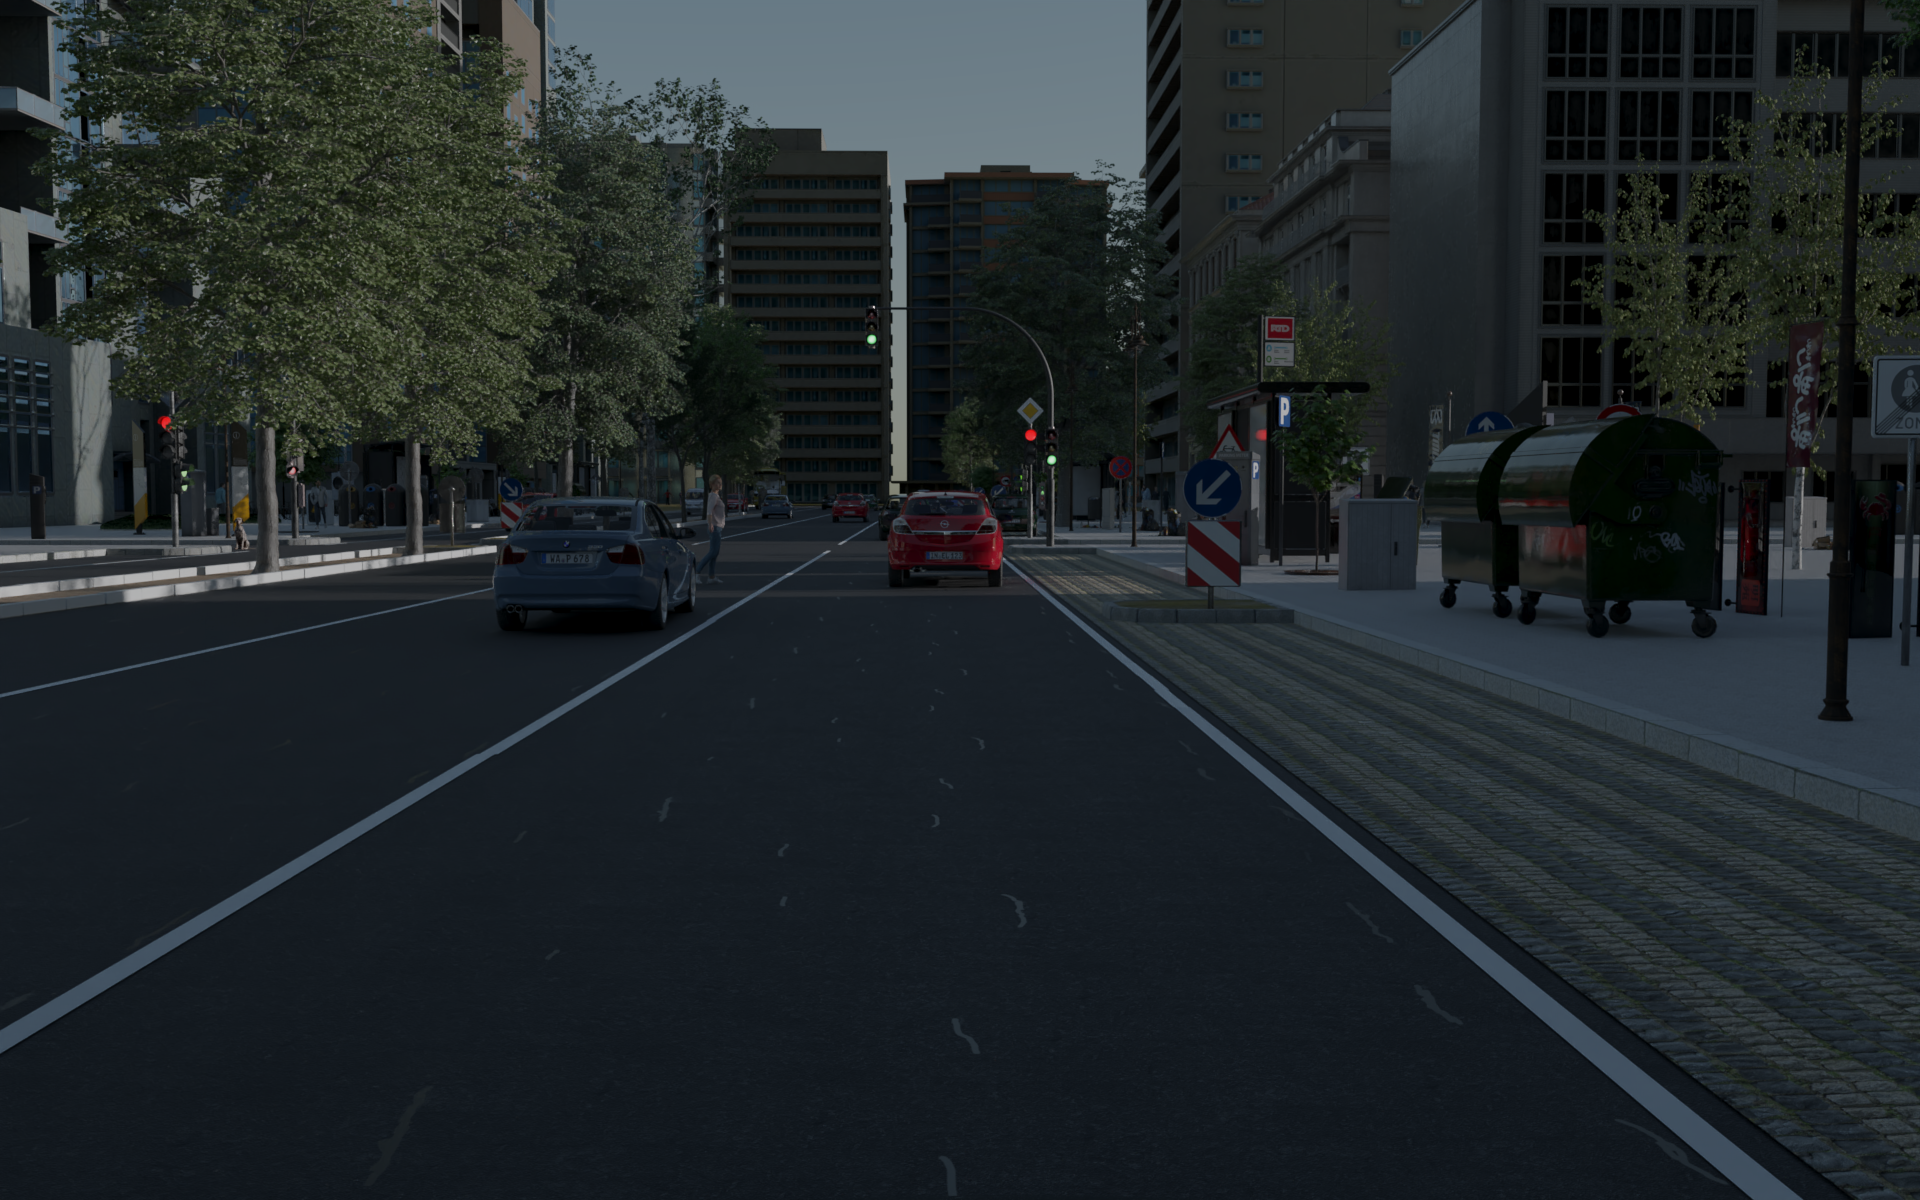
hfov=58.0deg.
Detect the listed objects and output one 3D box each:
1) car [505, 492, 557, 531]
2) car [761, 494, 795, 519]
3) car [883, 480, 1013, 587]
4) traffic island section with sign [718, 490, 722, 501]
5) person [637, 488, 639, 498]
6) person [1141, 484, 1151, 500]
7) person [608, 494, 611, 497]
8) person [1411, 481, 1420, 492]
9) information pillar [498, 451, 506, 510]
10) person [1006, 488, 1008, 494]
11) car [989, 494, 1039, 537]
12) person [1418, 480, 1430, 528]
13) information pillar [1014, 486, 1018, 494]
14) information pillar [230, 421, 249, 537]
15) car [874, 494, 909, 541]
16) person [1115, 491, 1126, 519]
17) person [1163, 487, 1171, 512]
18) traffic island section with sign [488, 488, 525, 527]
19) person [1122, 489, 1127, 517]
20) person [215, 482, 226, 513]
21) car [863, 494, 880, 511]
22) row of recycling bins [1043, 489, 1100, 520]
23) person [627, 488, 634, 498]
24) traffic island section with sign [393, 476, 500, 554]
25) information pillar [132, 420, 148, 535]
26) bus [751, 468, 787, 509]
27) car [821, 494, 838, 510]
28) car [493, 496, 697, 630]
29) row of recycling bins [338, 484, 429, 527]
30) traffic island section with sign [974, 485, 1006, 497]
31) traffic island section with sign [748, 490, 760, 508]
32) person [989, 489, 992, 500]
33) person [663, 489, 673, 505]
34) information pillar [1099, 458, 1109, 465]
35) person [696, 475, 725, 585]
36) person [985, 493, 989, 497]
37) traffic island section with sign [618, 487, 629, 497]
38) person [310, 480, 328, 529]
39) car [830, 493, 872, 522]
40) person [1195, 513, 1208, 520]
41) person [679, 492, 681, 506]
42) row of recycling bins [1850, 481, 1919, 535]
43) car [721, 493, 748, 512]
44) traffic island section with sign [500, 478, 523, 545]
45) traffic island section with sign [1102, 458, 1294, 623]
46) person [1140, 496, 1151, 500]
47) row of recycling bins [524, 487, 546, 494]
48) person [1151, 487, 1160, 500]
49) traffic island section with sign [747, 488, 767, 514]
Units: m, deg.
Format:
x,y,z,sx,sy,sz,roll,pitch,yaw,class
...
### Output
x,y,z,sx,sy,sz,roll,pitch,yaw,class
-16.553,-3.597,67.858,2.155,1.783,4.494,0,4,1,car
-10.797,-5.535,102.496,2.014,1.417,4.499,0,4,-3,car
-0.206,-1.174,28.242,2.155,1.783,4.494,0,4,1,car
-20.956,-8.750,151.690,1.989,1.847,2.006,0,4,-1,traffic island section with sign
-27.369,-8.690,148.139,0.705,1.822,1.348,0,4,-6,person
9.401,-4.941,87.087,0.793,1.790,0.793,2,4,30,person
-41.141,-11.898,201.088,1.217,1.766,0.721,-2,4,-24,person
17.123,-3.655,65.577,0.659,1.850,0.755,3,4,37,person
-22.262,-5.680,84.229,0.183,3.616,0.504,2,4,23,information pillar
4.177,-9.002,153.226,0.705,1.824,1.348,2,4,35,person
1.669,-2.950,58.019,2.009,1.686,4.222,0,4,0,car
17.310,-3.569,64.572,0.709,1.800,0.728,1,4,15,person
3.995,-7.238,122.829,0.304,2.012,0.304,0,4,3,information pillar
-21.829,-3.737,52.463,0.183,3.616,0.504,3,5,42,information pillar
-1.701,-2.746,54.682,2.009,1.686,4.222,0,4,-3,car
8.195,-5.038,89.167,0.760,1.731,0.466,1,4,23,person
14.595,-7.088,122.349,0.576,1.772,0.534,-1,4,-22,person
-19.388,-4.100,75.666,1.989,1.847,2.006,0,4,-1,traffic island section with sign
8.790,-5.442,94.792,0.755,1.850,0.659,3,4,36,person
-33.641,-4.441,78.669,0.660,1.820,0.620,2,4,26,person
-7.984,-8.389,148.958,2.131,1.459,4.920,0,4,-1,car
5.868,-4.834,86.154,3.534,1.692,1.069,-1,4,-13,row of recycling bins
-28.047,-8.538,145.730,1.348,1.812,0.705,-2,4,-28,person
-12.583,-2.091,42.329,2.006,1.907,1.989,0,4,-1,traffic island section with sign
-25.821,-3.863,54.512,0.504,3.616,0.183,2,4,24,information pillar
-18.152,-10.646,165.606,2.896,3.916,12.252,0,4,-3,bus
-11.764,-9.137,159.183,2.009,1.686,4.222,0,4,0,car
-4.035,-0.460,19.525,2.014,1.417,4.499,0,4,-2,car
-22.925,-3.778,68.875,3.534,1.692,1.069,0,4,-4,row of recycling bins
1.538,-4.058,74.971,1.989,1.847,2.006,0,4,-1,traffic island section with sign
-21.543,-10.472,179.846,1.989,1.847,2.006,0,4,-1,traffic island section with sign
3.093,-9.678,164.830,0.434,1.755,0.990,-3,4,-37,person
-33.264,-11.696,197.209,1.348,1.831,0.705,1,4,9,person
7.389,-5.960,88.801,0.504,3.616,0.183,-1,4,-15,information pillar
-4.008,-1.122,27.511,0.598,1.740,0.731,-1,4,-20,person
2.115,-9.584,162.749,1.348,1.822,0.705,-1,4,-18,person
-19.937,-5.749,102.616,1.989,1.847,2.006,0,4,-1,traffic island section with sign
-23.858,-3.586,64.514,0.661,1.843,0.795,-1,4,-8,person
-5.594,-4.884,88.886,2.155,1.783,4.494,0,4,-1,car
4.156,-1.431,29.623,0.473,1.802,0.592,2,4,23,person
-30.792,-11.281,191.407,0.541,1.710,0.530,-1,4,-14,person
29.862,-2.903,54.576,3.534,1.692,1.069,1,4,12,row of recycling bins
-18.039,-7.948,138.982,2.155,1.783,4.494,0,4,-2,car
-12.727,-2.544,49.734,2.006,1.907,1.989,0,4,-1,traffic island section with sign
2.683,-0.696,20.007,1.989,1.847,2.006,0,4,-1,traffic island section with sign
14.963,-8.134,139.581,0.990,1.755,0.434,1,4,20,person
-25.787,-5.959,104.549,1.069,1.692,3.534,0,4,4,row of recycling bins
13.036,-6.666,115.447,0.576,1.772,0.534,-1,4,-12,person
-14.289,-7.139,124.857,2.006,1.907,1.989,0,4,-1,traffic island section with sign
